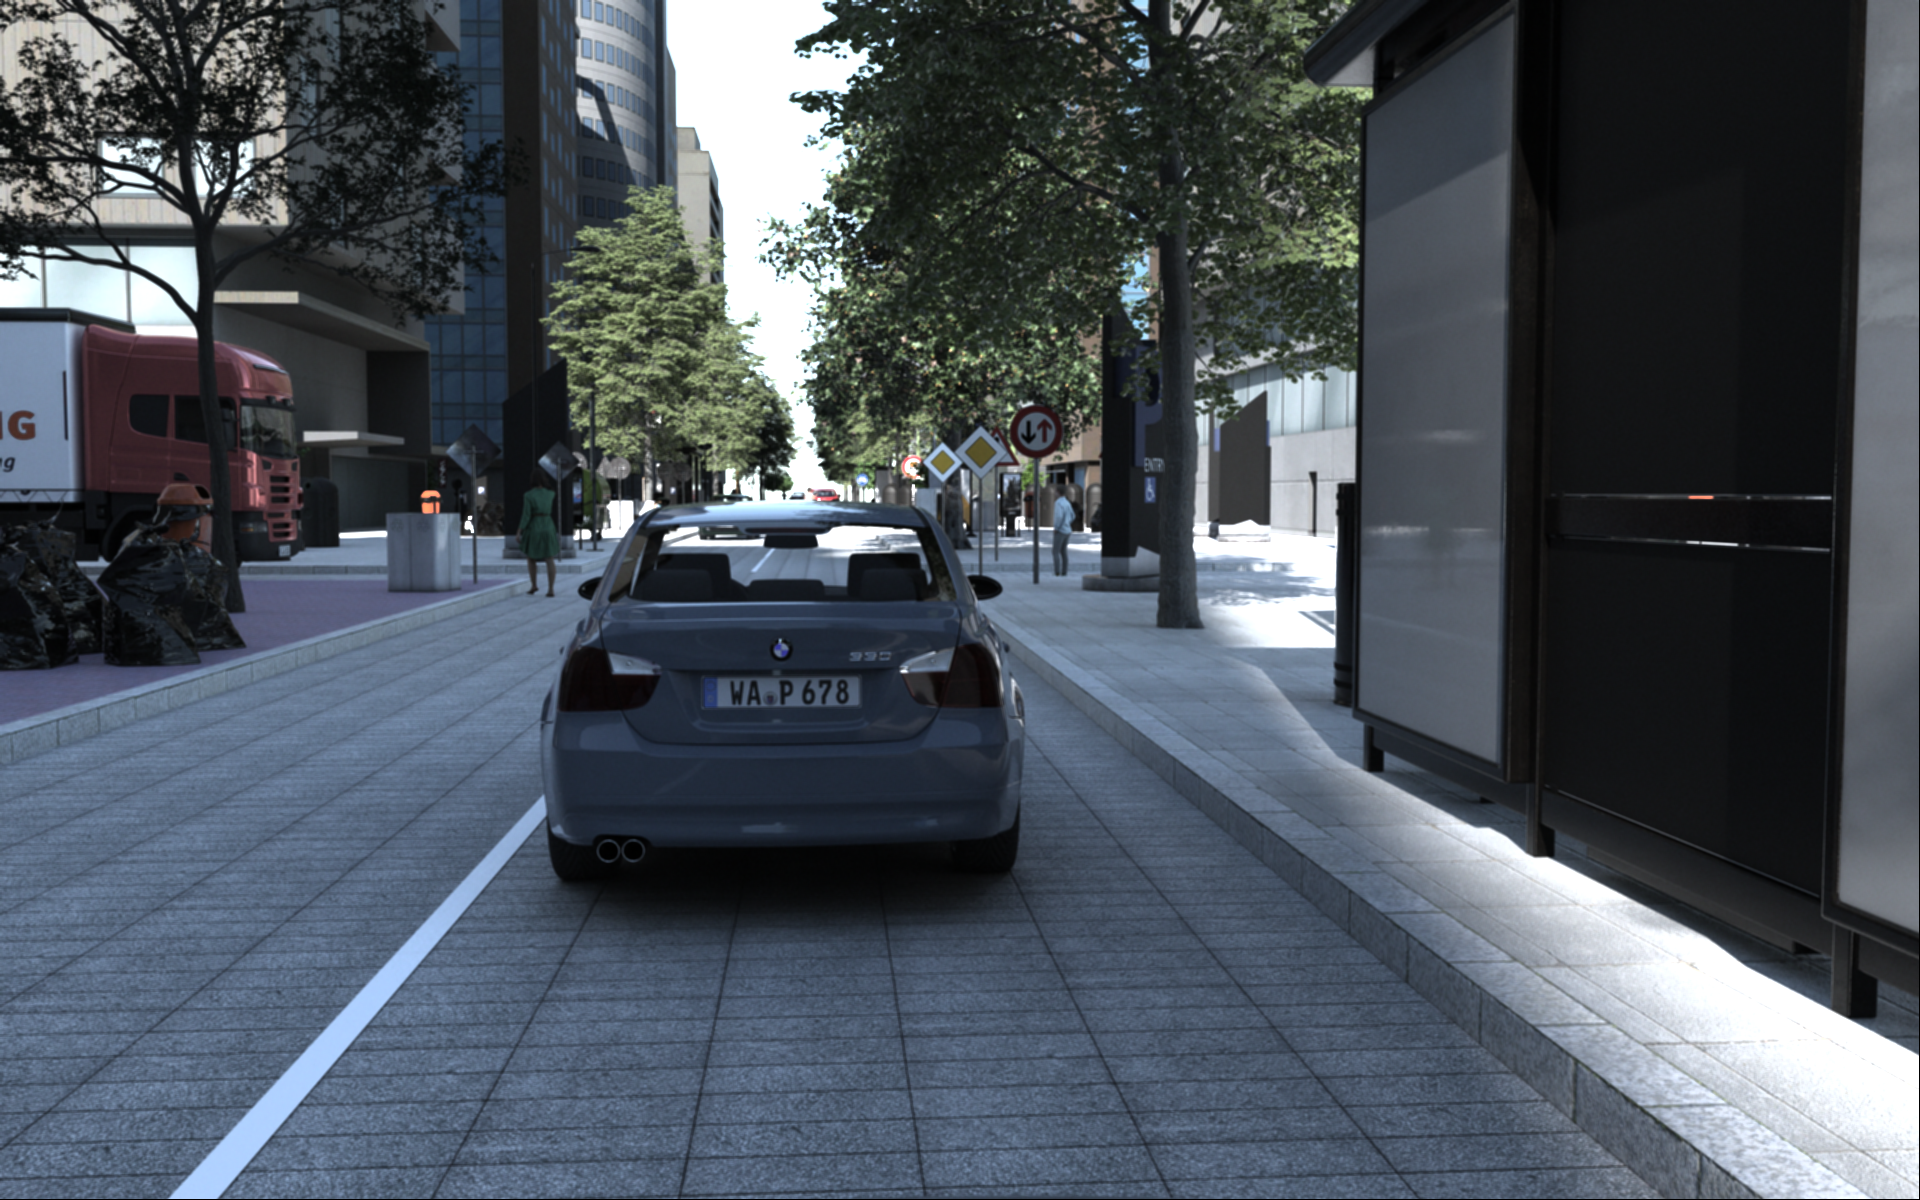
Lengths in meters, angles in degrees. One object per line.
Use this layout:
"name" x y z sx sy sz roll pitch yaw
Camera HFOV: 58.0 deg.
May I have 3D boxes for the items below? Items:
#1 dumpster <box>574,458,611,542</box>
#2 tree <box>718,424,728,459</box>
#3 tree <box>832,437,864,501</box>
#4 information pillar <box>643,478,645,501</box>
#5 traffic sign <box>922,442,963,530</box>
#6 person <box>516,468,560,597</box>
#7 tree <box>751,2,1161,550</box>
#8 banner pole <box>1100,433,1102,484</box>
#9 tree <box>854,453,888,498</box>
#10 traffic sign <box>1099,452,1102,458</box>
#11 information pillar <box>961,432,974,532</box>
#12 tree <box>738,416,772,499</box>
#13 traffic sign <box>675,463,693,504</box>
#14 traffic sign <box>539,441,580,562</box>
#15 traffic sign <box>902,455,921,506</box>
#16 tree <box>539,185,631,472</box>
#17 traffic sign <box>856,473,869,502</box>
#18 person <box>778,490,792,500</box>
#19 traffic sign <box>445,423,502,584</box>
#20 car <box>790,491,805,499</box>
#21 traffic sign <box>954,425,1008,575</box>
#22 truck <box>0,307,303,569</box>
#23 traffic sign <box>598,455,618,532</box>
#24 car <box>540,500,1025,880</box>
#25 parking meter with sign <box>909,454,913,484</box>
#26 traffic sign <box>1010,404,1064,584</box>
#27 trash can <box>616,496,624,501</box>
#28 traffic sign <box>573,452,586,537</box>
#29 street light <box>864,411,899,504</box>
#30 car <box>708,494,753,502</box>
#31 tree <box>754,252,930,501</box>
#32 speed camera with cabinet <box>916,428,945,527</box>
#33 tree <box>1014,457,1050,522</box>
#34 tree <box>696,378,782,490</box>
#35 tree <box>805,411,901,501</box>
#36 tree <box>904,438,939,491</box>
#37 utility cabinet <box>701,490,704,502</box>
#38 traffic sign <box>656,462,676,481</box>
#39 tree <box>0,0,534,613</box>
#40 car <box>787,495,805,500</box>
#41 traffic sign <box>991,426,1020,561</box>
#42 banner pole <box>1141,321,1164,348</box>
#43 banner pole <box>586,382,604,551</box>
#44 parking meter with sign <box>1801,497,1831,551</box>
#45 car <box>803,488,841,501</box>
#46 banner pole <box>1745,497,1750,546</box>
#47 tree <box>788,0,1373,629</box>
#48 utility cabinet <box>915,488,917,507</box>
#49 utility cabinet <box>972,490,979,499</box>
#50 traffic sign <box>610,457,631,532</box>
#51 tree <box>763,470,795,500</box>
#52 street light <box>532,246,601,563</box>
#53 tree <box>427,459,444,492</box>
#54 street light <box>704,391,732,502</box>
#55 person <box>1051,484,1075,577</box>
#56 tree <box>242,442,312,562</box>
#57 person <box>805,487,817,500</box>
"dumpster" -10.339 -2.721 46.982 1.502 2.255 1.985 0 4 -4
"tree" -20.690 -16.646 182.535 12.009 13.543 11.850 0 3 0
"tree" -10.529 -13.670 173.869 4.737 8.622 4.395 0 3 0
"information pillar" -14.126 -4.504 78.140 0.304 2.012 0.304 0 4 1
"traffic sign" -0.333 -1.808 33.206 0.795 2.450 0.064 0 4 -5
"person" -5.877 -0.946 24.217 0.600 1.795 0.529 -3 5 -45
"tree" -0.106 -7.515 39.873 9.611 12.733 9.660 0 3 0
"banner pole" 5.902 -4.994 71.676 0.401 3.779 0.863 1 4 22
"tree" -6.639 -9.105 132.577 4.285 4.588 4.351 0 3 0
"traffic sign" 2.483 -1.565 25.598 0.884 2.594 0.081 0 4 -1
"information pillar" 0.229 -4.110 58.555 0.183 3.616 0.504 -3 4 -39
"tree" -18.276 -12.249 150.626 4.360 8.622 3.978 0 3 0
"traffic sign" -11.408 -4.362 71.424 0.768 2.556 0.104 0 4 -1
"traffic sign" -7.556 -1.774 32.655 0.795 2.450 0.064 0 4 -5
"traffic sign" -1.539 -3.497 57.284 0.768 2.556 0.104 0 4 -4
"tree" -11.508 -8.898 63.602 7.486 12.596 7.792 0 3 0
"traffic sign" -6.018 -6.530 106.866 0.768 2.556 0.104 0 4 2
"person" -13.687 -7.697 135.126 1.217 1.735 0.721 1 4 15
"traffic sign" -6.923 -1.288 24.695 0.795 2.450 0.064 0 4 -5
"car" -20.810 -13.153 223.717 2.281 1.827 5.304 0 4 -6
"traffic sign" 0.300 -1.321 25.246 0.795 2.450 0.064 0 4 -5
"truck" -15.689 -2.340 27.167 11.283 4.237 2.839 0 4 -3
"traffic sign" -11.913 -3.559 58.186 0.884 2.594 0.081 0 4 3
"car" -0.758 0.259 7.775 2.014 1.417 4.499 0 4 -5
"parking meter with sign" -1.496 -4.925 76.791 1.738 3.016 0.543 -2 4 -27
"traffic sign" 1.090 -1.506 24.724 0.768 2.556 0.104 0 4 3
"trash can" -20.329 -5.654 104.095 0.748 1.137 0.748 0 3 0
"traffic sign" -11.625 -3.190 52.269 0.768 2.556 0.104 0 4 -4
"street light" -2.794 -5.491 62.314 1.470 5.913 1.316 0 4 -5
"car" -7.308 -2.769 55.065 2.009 1.686 4.222 0 4 -3
"tree" -3.392 -10.692 85.187 12.009 13.543 11.850 0 3 0
"speed camera with cabinet" -0.719 -3.397 49.883 0.660 3.252 2.038 1 4 14
"tree" 3.243 -5.221 79.967 1.663 3.219 1.824 0 3 0
"tree" -16.857 -11.995 130.537 7.601 10.594 8.767 1 4 10
"tree" -12.244 -17.805 197.764 9.857 13.997 8.962 0 3 0
"tree" -0.792 -3.610 53.627 1.663 3.219 1.824 0 3 0
"utility cabinet" -12.538 -4.575 83.477 0.318 1.500 1.173 -2 4 -28
"traffic sign" -11.761 -4.233 69.322 0.768 2.556 0.104 0 4 -1
"tree" -8.236 -5.135 18.372 7.601 10.594 8.767 -1 4 -20
"car" -16.370 -9.848 173.594 1.945 1.354 3.894 0 4 -4
"traffic sign" 0.699 -2.019 33.012 0.884 2.594 0.081 0 4 3
"banner pole" 2.723 -2.124 24.741 0.863 3.779 0.401 0 4 -4
"banner pole" -8.211 -2.977 38.694 0.401 3.779 0.863 0 4 -4
"parking meter with sign" 17.492 -2.382 35.202 1.738 3.016 0.543 -3 5 -43
"car" -8.203 -5.795 103.419 2.281 1.827 5.304 0 4 -7
"banner pole" 15.960 -2.764 35.208 0.401 3.779 0.863 0 4 5
"tree" 1.800 -5.988 16.037 7.486 12.596 7.792 0 3 0
"utility cabinet" -1.244 -3.776 70.423 0.318 1.500 1.173 3 5 44
"utility cabinet" 0.533 -5.391 96.825 1.173 1.500 0.318 2 4 26
"traffic sign" -11.634 -3.616 59.227 0.768 2.556 0.104 0 4 4
"tree" -26.667 -17.115 263.541 4.285 4.588 4.351 0 3 0
"street light" -7.416 -3.666 32.483 1.470 5.913 1.316 0 4 -5
"tree" -24.054 -5.115 78.230 1.663 3.219 1.824 0 3 0
"street light" -10.962 -6.463 78.208 1.470 5.913 1.316 0 4 -5
"person" 1.690 -1.138 28.925 0.330 1.601 0.589 3 5 40
"tree" -13.546 -2.372 33.377 1.663 3.219 1.824 0 3 0
"person" -7.155 -4.589 83.895 0.716 1.782 0.532 2 4 28
